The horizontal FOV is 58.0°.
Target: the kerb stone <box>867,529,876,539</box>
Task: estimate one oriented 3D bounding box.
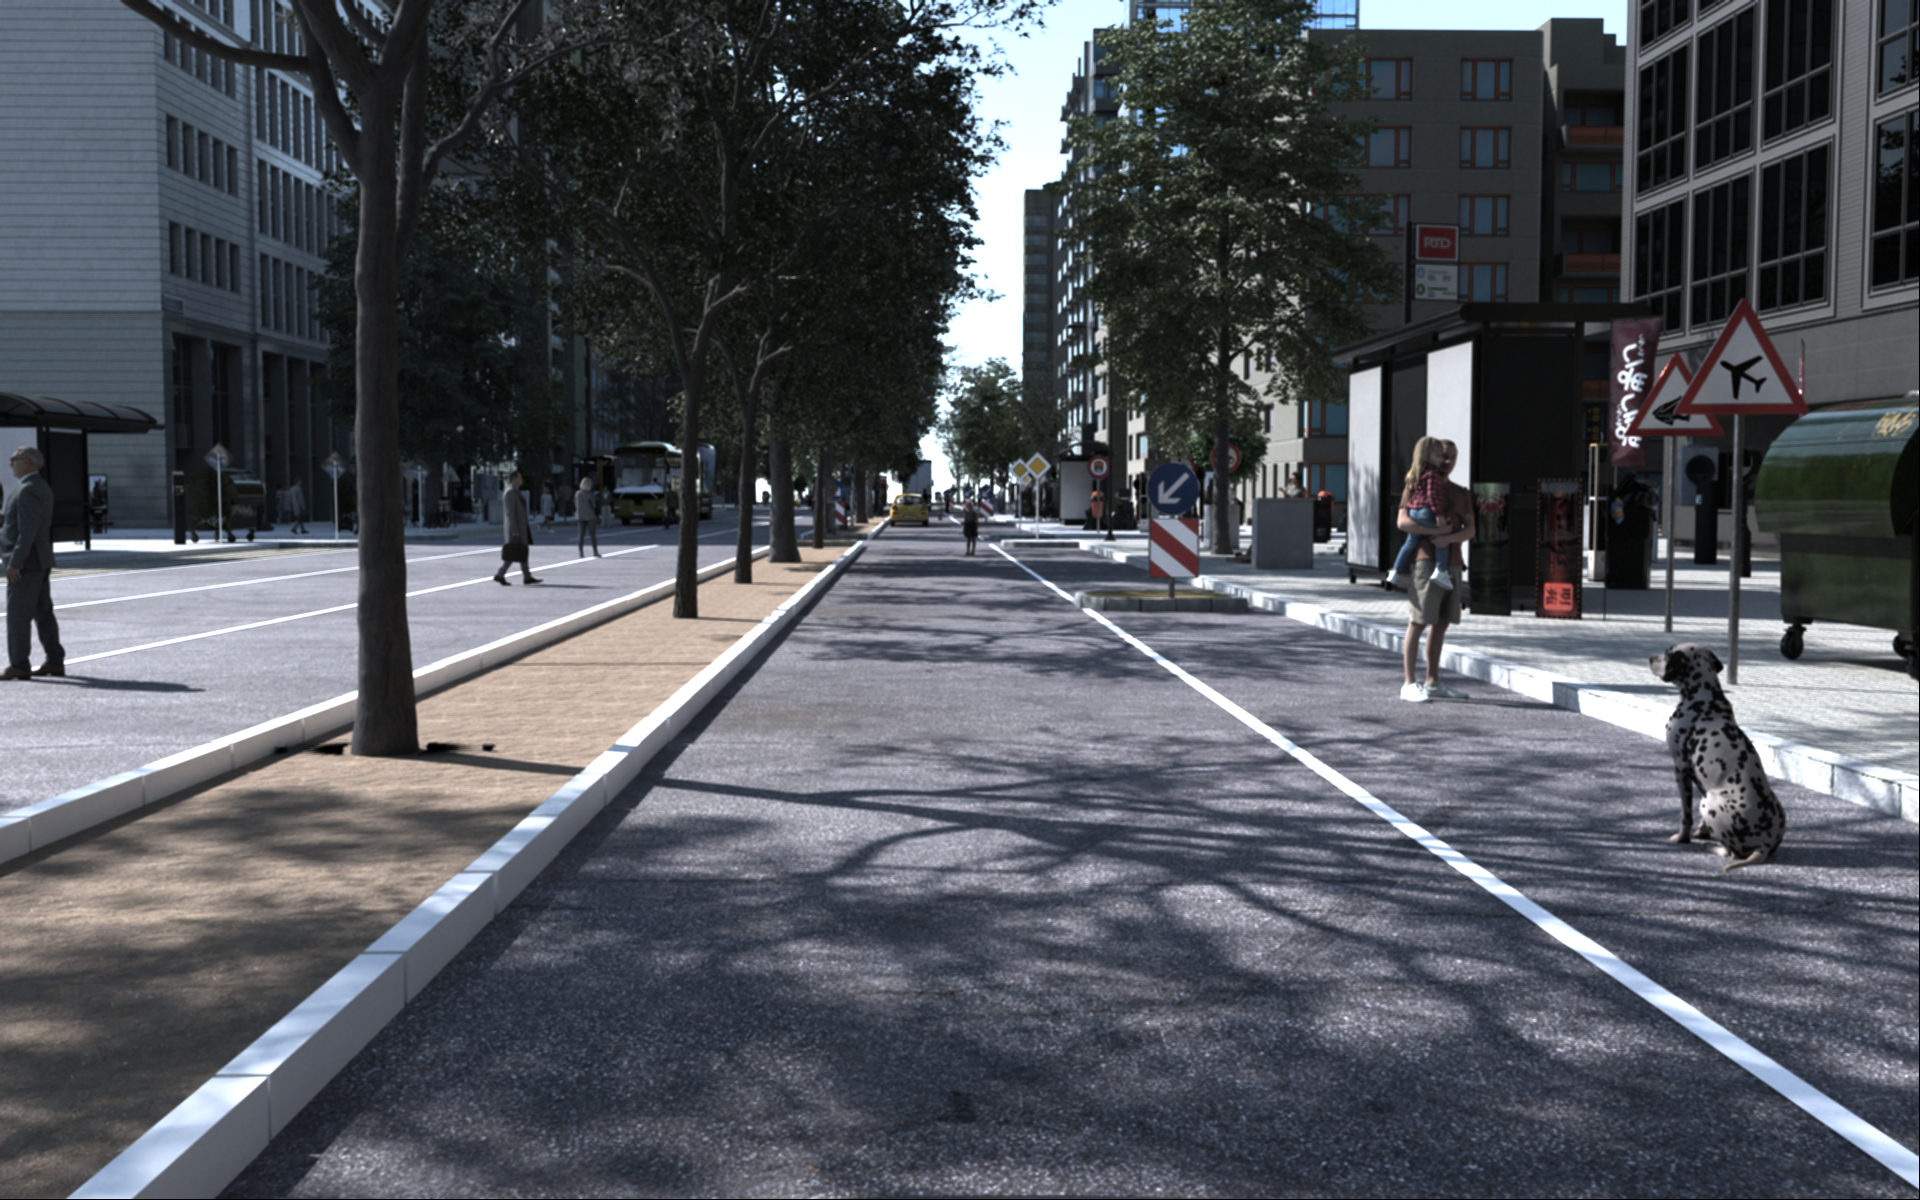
[{"bbox_3d":[-2.978,-2.204,58.229,0.120,0.150,1.000,0,4,-1],"label":"kerb stone"}]

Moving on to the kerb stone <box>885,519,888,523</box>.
[{"bbox_3d":[-3.514,-3.521,79.759,0.120,0.150,1.000,0,4,-1],"label":"kerb stone"}]

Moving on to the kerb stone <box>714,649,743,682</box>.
[{"bbox_3d":[-1.831,0.526,13.589,0.120,0.150,1.000,0,4,-1],"label":"kerb stone"}]

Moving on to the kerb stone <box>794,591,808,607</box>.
[{"bbox_3d":[-2.039,0.025,21.791,0.120,0.150,1.000,0,4,-1],"label":"kerb stone"}]

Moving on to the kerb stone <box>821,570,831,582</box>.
[{"bbox_3d":[-2.201,-0.348,27.931,0.120,0.150,1.000,0,4,-1],"label":"kerb stone"}]

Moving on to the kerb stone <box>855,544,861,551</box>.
[{"bbox_3d":[-2.559,-1.225,42.281,0.120,0.150,1.000,0,4,-1],"label":"kerb stone"}]

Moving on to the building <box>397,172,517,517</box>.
[{"bbox_3d":[-37.145,-17.767,109.568,14.460,24.649,34.723,0,4,-1],"label":"building"}]

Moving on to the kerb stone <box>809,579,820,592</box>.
[{"bbox_3d":[-2.128,-0.160,24.859,0.120,0.150,1.000,0,4,-1],"label":"kerb stone"}]

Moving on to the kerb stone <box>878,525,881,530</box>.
[{"bbox_3d":[-3.148,-2.639,65.408,0.120,0.150,1.000,0,4,-1],"label":"kerb stone"}]

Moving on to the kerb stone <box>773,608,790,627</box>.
[{"bbox_3d":[-1.961,0.218,18.708,0.120,0.150,1.000,0,4,-1],"label":"kerb stone"}]

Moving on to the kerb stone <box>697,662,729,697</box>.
[{"bbox_3d":[-1.806,0.592,12.558,0.120,0.150,1.000,0,4,-1],"label":"kerb stone"}]

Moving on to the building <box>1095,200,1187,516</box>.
[{"bbox_3d":[24.389,-16.628,116.903,27.650,21.520,28.899,0,4,-1],"label":"building"}]

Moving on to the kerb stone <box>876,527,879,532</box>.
[{"bbox_3d":[-3.071,-2.450,62.325,0.120,0.150,1.000,0,4,-1],"label":"kerb stone"}]

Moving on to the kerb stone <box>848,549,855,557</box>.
[{"bbox_3d":[-2.458,-0.978,38.193,0.120,0.150,1.000,0,4,-1],"label":"kerb stone"}]

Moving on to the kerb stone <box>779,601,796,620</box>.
[{"bbox_3d":[-1.994,0.151,19.730,0.120,0.150,1.000,0,4,-1],"label":"kerb stone"}]

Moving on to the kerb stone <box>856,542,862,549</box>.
[{"bbox_3d":[-2.593,-1.291,43.303,0.120,0.150,1.000,0,4,-1],"label":"kerb stone"}]

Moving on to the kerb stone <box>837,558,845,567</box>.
[{"bbox_3d":[-2.330,-0.665,33.061,0.120,0.150,1.000,0,4,-1],"label":"kerb stone"}]

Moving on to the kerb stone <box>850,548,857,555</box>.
[{"bbox_3d":[-2.478,-1.040,39.215,0.120,0.150,1.000,0,4,-1],"label":"kerb stone"}]

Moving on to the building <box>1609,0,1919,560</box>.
[{"bbox_3d":[21.446,-14.228,26.128,14.314,27.812,24.014,0,4,-1],"label":"building"}]

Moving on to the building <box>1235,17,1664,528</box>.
[{"bbox_3d":[26.990,-14.298,78.804,28.899,21.520,27.650,0,4,-1],"label":"building"}]

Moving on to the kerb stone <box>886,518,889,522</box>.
[{"bbox_3d":[-3.593,-3.708,82.833,0.120,0.150,1.000,0,4,-1],"label":"kerb stone"}]

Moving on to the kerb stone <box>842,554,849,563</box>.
[{"bbox_3d":[-2.376,-0.790,35.110,0.120,0.150,1.000,0,4,-1],"label":"kerb stone"}]

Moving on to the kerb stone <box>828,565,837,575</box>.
[{"bbox_3d":[-2.251,-0.470,29.979,0.120,0.150,1.000,0,4,-1],"label":"kerb stone"}]

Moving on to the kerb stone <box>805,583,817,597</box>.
[{"bbox_3d":[-2.092,-0.100,23.837,0.120,0.150,1.000,0,4,-1],"label":"kerb stone"}]

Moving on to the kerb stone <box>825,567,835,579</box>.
[{"bbox_3d":[-2.222,-0.414,28.957,0.120,0.150,1.000,0,4,-1],"label":"kerb stone"}]

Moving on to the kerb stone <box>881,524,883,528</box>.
[{"bbox_3d":[-3.217,-2.831,68.479,0.120,0.150,1.000,0,4,-1],"label":"kerb stone"}]

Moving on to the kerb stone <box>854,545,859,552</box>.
[{"bbox_3d":[-2.535,-1.166,41.259,0.120,0.150,1.000,0,4,-1],"label":"kerb stone"}]

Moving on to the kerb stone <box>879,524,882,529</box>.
[{"bbox_3d":[-3.200,-2.765,67.456,0.120,0.150,1.000,0,4,-1],"label":"kerb stone"}]

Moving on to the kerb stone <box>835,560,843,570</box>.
[{"bbox_3d":[-2.295,-0.602,32.039,0.120,0.150,1.000,0,4,-1],"label":"kerb stone"}]

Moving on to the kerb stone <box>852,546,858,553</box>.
[{"bbox_3d":[-2.509,-1.103,40.237,0.120,0.150,1.000,0,4,-1],"label":"kerb stone"}]

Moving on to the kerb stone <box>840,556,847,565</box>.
[{"bbox_3d":[-2.354,-0.727,34.084,0.120,0.150,1.000,0,4,-1],"label":"kerb stone"}]

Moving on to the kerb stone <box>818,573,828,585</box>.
[{"bbox_3d":[-2.170,-0.288,26.907,0.120,0.150,1.000,0,4,-1],"label":"kerb stone"}]

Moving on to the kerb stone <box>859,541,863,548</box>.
[{"bbox_3d":[-2.608,-1.352,44.327,0.120,0.150,1.000,0,4,-1],"label":"kerb stone"}]

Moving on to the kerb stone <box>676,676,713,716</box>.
[{"bbox_3d":[-1.779,0.653,11.527,0.120,0.150,1.000,0,4,-1],"label":"kerb stone"}]

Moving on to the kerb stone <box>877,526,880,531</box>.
[{"bbox_3d":[-3.091,-2.515,63.357,0.120,0.150,1.000,0,4,-1],"label":"kerb stone"}]

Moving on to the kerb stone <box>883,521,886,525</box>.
[{"bbox_3d":[-3.385,-3.207,74.625,0.120,0.150,1.000,0,4,-1],"label":"kerb stone"}]

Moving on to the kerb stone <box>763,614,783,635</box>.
[{"bbox_3d":[-1.937,0.276,17.682,0.120,0.150,1.000,0,4,-1],"label":"kerb stone"}]

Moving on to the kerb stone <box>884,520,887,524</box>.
[{"bbox_3d":[-3.433,-3.332,76.679,0.120,0.150,1.000,0,4,-1],"label":"kerb stone"}]

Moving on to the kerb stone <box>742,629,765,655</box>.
[{"bbox_3d":[-1.886,0.401,15.633,0.120,0.150,1.000,0,4,-1],"label":"kerb stone"}]

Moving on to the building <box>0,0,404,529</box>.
[{"bbox_3d":[-34.856,-18.334,77.257,11.434,29.767,29.804,0,4,-1],"label":"building"}]

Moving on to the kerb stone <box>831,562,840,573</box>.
[{"bbox_3d":[-2.282,-0.539,31.003,0.120,0.150,1.000,0,4,-1],"label":"kerb stone"}]

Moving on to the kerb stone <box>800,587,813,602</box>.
[{"bbox_3d":[-2.061,-0.038,22.815,0.120,0.150,1.000,0,4,-1],"label":"kerb stone"}]

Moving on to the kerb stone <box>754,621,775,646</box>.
[{"bbox_3d":[-1.907,0.339,16.660,0.120,0.150,1.000,0,4,-1],"label":"kerb stone"}]

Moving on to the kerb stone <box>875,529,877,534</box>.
[{"bbox_3d":[-2.994,-2.264,59.251,0.120,0.150,1.000,0,4,-1],"label":"kerb stone"}]

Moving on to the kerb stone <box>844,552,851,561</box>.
[{"bbox_3d":[-2.402,-0.850,36.137,0.120,0.150,1.000,0,4,-1],"label":"kerb stone"}]

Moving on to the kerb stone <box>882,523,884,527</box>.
[{"bbox_3d":[-3.280,-2.956,70.527,0.120,0.150,1.000,0,4,-1],"label":"kerb stone"}]

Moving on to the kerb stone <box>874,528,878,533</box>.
[{"bbox_3d":[-3.019,-2.324,60.273,0.120,0.150,1.000,0,4,-1],"label":"kerb stone"}]

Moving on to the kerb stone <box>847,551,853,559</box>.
[{"bbox_3d":[-2.429,-0.916,37.171,0.120,0.150,1.000,0,4,-1],"label":"kerb stone"}]

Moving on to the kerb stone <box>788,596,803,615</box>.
[{"bbox_3d":[-2.008,0.090,20.769,0.120,0.150,1.000,0,4,-1],"label":"kerb stone"}]

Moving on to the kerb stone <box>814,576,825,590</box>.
[{"bbox_3d":[-2.144,-0.225,25.881,0.120,0.150,1.000,0,4,-1],"label":"kerb stone"}]

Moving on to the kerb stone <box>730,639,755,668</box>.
[{"bbox_3d":[-1.854,0.464,14.611,0.120,0.150,1.000,0,4,-1],"label":"kerb stone"}]
